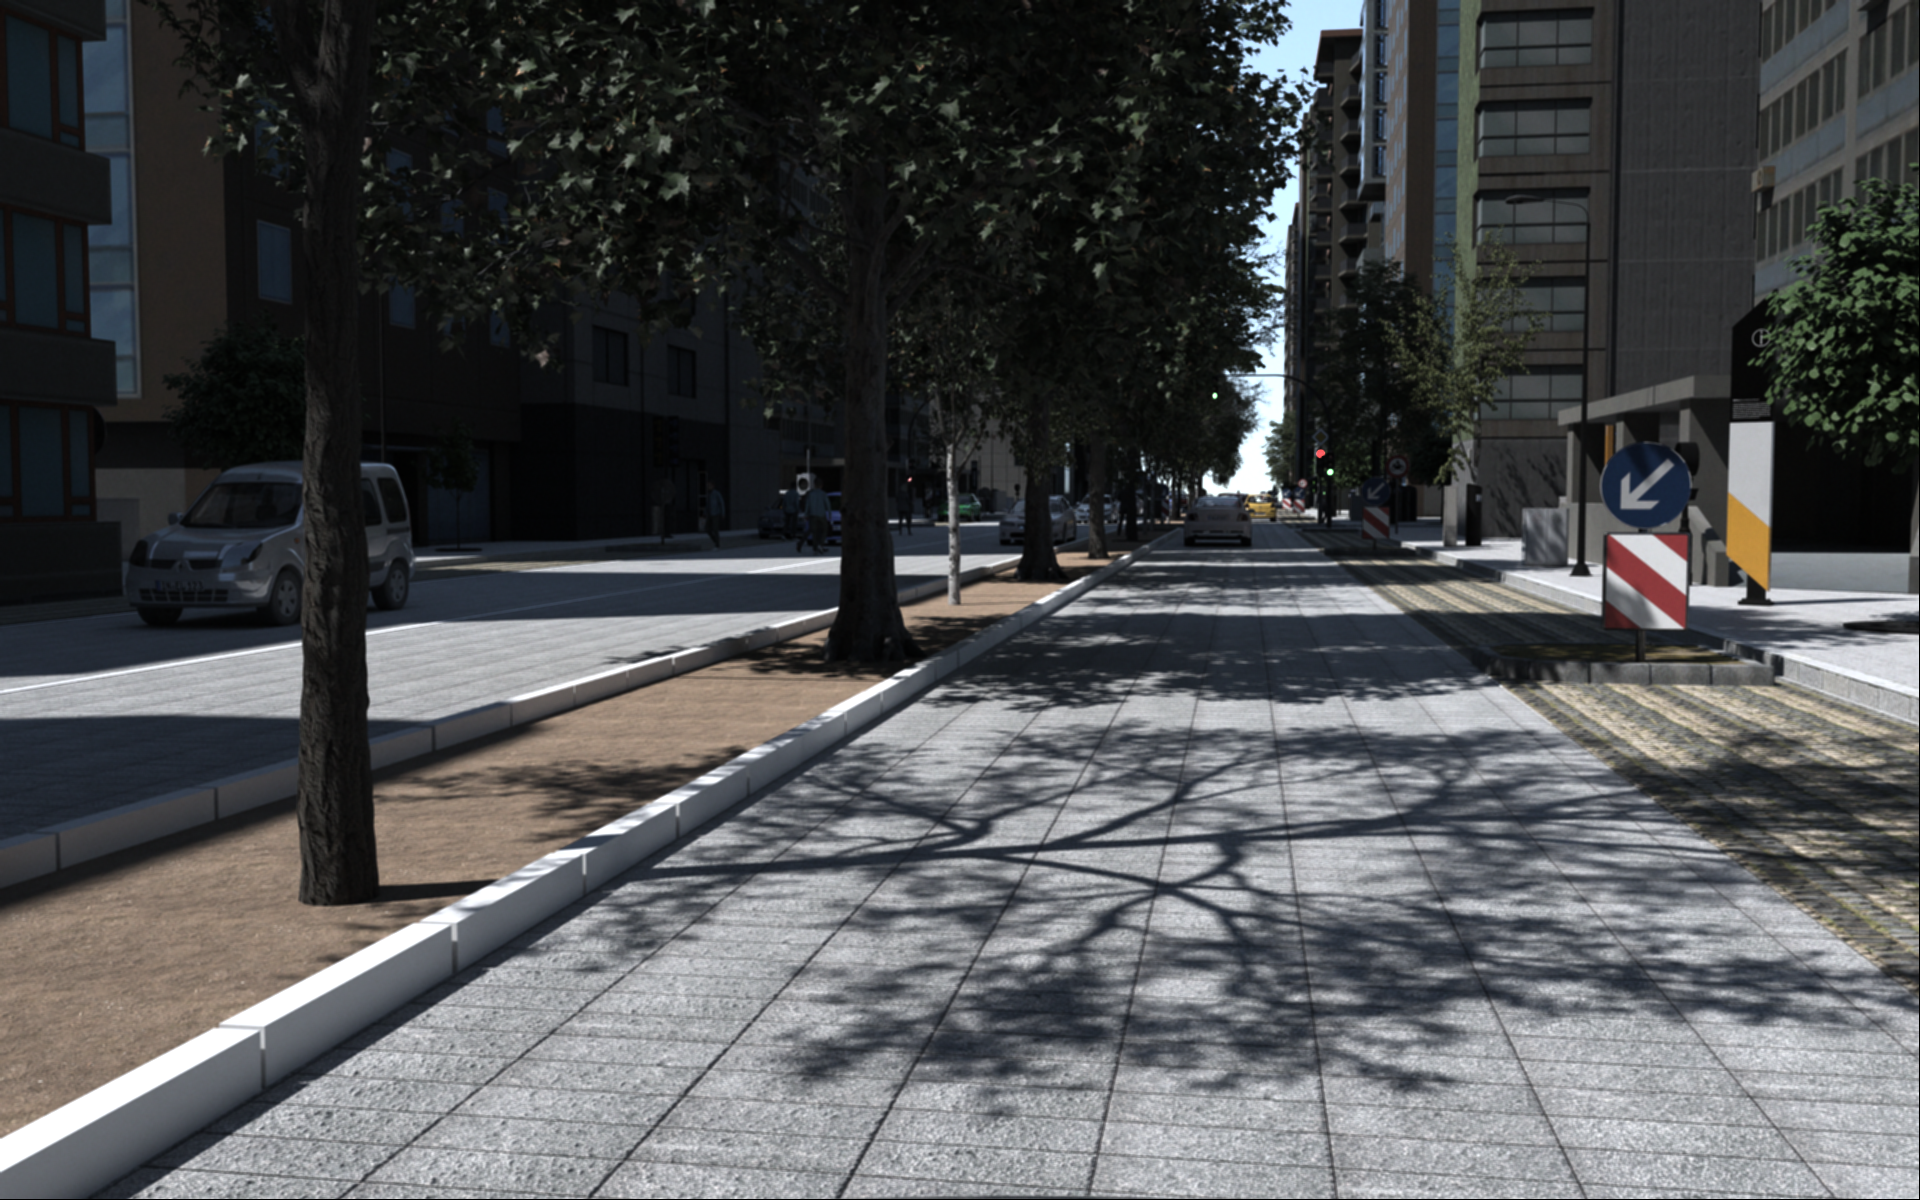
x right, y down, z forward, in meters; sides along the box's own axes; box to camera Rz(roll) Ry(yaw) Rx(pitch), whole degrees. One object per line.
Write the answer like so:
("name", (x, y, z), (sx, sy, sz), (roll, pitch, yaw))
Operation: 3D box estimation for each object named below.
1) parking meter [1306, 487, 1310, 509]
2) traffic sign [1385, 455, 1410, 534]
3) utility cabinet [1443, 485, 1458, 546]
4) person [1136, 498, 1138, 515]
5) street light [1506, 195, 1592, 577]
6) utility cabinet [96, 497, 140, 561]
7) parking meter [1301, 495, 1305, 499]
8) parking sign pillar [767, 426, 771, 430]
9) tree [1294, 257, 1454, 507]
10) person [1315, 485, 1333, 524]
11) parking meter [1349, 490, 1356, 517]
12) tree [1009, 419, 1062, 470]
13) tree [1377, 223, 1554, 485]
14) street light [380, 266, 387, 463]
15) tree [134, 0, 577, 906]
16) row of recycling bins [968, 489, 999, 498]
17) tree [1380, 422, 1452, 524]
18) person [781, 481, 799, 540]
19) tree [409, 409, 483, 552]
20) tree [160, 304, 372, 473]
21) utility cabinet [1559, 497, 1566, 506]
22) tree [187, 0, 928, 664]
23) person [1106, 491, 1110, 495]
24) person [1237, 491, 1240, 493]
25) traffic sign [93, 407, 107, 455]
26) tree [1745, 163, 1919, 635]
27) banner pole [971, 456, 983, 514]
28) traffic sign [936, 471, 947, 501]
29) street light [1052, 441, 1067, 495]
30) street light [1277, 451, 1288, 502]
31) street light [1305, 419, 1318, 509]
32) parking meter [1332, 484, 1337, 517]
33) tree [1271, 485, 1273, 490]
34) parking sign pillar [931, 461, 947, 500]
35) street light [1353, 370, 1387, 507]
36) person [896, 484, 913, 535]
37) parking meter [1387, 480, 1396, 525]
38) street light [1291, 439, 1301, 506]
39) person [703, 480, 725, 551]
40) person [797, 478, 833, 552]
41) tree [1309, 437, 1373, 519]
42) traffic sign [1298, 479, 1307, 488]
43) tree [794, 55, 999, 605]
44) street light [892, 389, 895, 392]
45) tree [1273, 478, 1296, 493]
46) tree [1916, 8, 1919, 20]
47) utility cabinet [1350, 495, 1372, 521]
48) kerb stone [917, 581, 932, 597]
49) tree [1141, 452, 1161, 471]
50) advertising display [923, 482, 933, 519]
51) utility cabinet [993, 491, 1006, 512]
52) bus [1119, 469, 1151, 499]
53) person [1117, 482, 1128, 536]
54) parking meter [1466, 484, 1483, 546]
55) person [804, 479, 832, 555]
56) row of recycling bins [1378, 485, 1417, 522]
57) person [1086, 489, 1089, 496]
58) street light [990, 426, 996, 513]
("parking meter", (29.276, -8.561, 145.682), (0.255, 1.863, 0.399), (2, 4, 34))
("traffic sign", (14.120, -3.415, 55.947), (0.768, 2.556, 0.104), (1, 4, 13))
("utility cabinet", (12.039, -2.073, 42.567), (0.318, 1.500, 1.173), (1, 4, 14))
("person", (10.533, -5.580, 104.754), (0.505, 1.210, 0.382), (3, 5, 44))
("street light", (9.188, -3.333, 27.037), (1.470, 5.913, 1.316), (1, 4, 9))
("utility cabinet", (-16.166, -1.335, 32.986), (0.306, 1.237, 1.020), (2, 4, 28))
("parking meter", (27.711, -8.048, 139.998), (0.372, 1.533, 0.369), (0, 3, 0))
("parking sign pillar", (-7.841, -4.892, 68.451), (1.447, 3.967, 1.447), (1, 4, 12))
("tree", (20.524, -10.097, 83.219), (7.486, 12.596, 7.792), (0, 3, 0))
("person", (16.079, -4.153, 76.528), (0.709, 1.813, 0.853), (-1, 4, -17))
("parking meter", (21.640, -5.326, 95.493), (0.372, 1.533, 0.369), (0, 3, 0))
("tree", (6.807, -11.920, 145.250), (4.737, 8.622, 4.395), (0, 3, 0))
("tree", (13.767, -5.909, 46.970), (4.737, 8.622, 4.395), (0, 3, 0))
("street light", (-10.626, -3.724, 33.428), (1.470, 5.913, 1.316), (1, 4, 9))
("tree", (-2.272, -4.195, 5.456), (8.767, 10.594, 7.601), (1, 4, 9))
("row of recycling bins", (1.623, -7.909, 136.424), (3.534, 1.692, 1.069), (-3, 4, -36))
("tree", (20.738, -5.536, 74.219), (4.285, 4.588, 4.351), (0, 3, 0))
("person", (-5.216, -2.730, 53.161), (0.660, 1.820, 0.620), (2, 4, 28))
("tree", (-11.273, -2.721, 39.088), (1.663, 3.219, 1.824), (0, 3, 0))
("tree", (-11.952, -2.832, 30.022), (4.285, 4.588, 4.351), (0, 3, 0))
("utility cabinet", (15.296, -1.937, 42.824), (1.020, 1.237, 0.306), (-2, 4, -25))
("tree", (-0.820, -5.819, 14.600), (9.611, 12.733, 9.660), (0, 3, 0))
("person", (16.079, -10.945, 188.129), (1.217, 1.739, 0.721), (0, 4, -5))
("person", (31.288, -11.402, 194.864), (0.705, 1.831, 1.348), (0, 4, 4))
("traffic sign", (-12.403, -1.493, 24.522), (0.768, 2.556, 0.104), (1, 4, 18))
("tree", (9.133, -1.984, 16.156), (4.285, 4.588, 4.351), (0, 3, 0))
("banner pole", (1.099, -7.589, 114.098), (0.863, 3.779, 0.401), (1, 4, 23))
("traffic sign", (-0.949, -5.779, 94.597), (0.768, 2.556, 0.104), (1, 4, 17))
("street light", (8.659, -10.969, 151.876), (1.470, 5.913, 1.316), (1, 4, 9))
("street light", (34.898, -12.978, 184.732), (1.470, 5.913, 1.316), (1, 4, 9))
("street light", (22.352, -8.274, 107.816), (1.470, 5.913, 1.316), (1, 4, 9))
("parking meter", (21.060, -5.622, 97.636), (0.255, 1.863, 0.399), (-1, 4, -15))
("tree", (53.397, -18.316, 294.064), (1.663, 3.219, 1.824), (0, 3, 0))
("parking sign pillar", (-1.479, -9.487, 143.583), (1.447, 3.967, 1.447), (2, 4, 31))
("street light", (15.440, -5.661, 65.103), (1.470, 5.913, 1.316), (1, 4, 9))
("person", (-1.971, -3.172, 60.542), (0.537, 1.800, 0.526), (2, 4, 32))
("parking meter", (18.175, -4.111, 72.924), (0.399, 1.863, 0.255), (-3, 5, -40))
("street light", (28.772, -10.659, 146.819), (1.470, 5.913, 1.316), (1, 4, 9))
("person", (-6.181, -2.125, 43.591), (0.444, 1.785, 0.601), (-3, 5, -41))
("person", (-3.575, -2.082, 42.499), (0.822, 1.834, 0.622), (2, 4, 27))
("tree", (21.002, -6.559, 90.959), (4.285, 4.588, 4.351), (0, 3, 0))
("traffic sign", (28.682, -8.859, 144.957), (0.768, 2.556, 0.104), (1, 4, 17))
("tree", (-0.095, -4.217, 21.772), (4.360, 8.622, 3.978), (0, 3, 0))
("street light", (-3.564, -6.372, 76.724), (1.470, 5.913, 1.316), (1, 4, 9))
("tree", (41.067, -13.716, 218.853), (1.663, 3.219, 1.824), (0, 3, 0))
("tree", (6.652, -3.520, 7.908), (4.360, 8.622, 3.978), (0, 3, 0))
("utility cabinet", (19.214, -4.391, 82.948), (1.020, 1.237, 0.306), (0, 4, 2))
("kerb stone", (-0.570, -0.124, 24.252), (0.120, 0.150, 1.000), (1, 4, 9))
("tree", (32.978, -23.363, 307.734), (9.928, 11.665, 9.643), (0, 3, 0))
("advertising display", (-1.690, -5.259, 91.205), (0.123, 1.923, 0.974), (2, 4, 27))
("utility cabinet", (2.793, -6.971, 122.657), (0.318, 1.500, 1.173), (3, 4, 37))
("bus", (18.128, -11.338, 176.925), (2.896, 3.916, 12.252), (1, 4, 9))
("person", (5.661, -3.113, 59.207), (0.655, 1.846, 0.447), (2, 4, 30))
("parking meter", (12.652, -2.093, 42.638), (0.372, 1.533, 0.369), (0, 3, 0))
("person", (-3.350, -1.961, 40.902), (0.601, 1.785, 0.444), (1, 4, 13))
("row of recycling bins", (20.260, -4.479, 80.351), (1.069, 1.692, 3.534), (2, 4, 34))
("person", (8.453, -6.395, 113.291), (0.478, 1.798, 0.641), (1, 4, 23))
("street light", (2.660, -8.713, 115.004), (1.470, 5.913, 1.316), (1, 4, 9))
